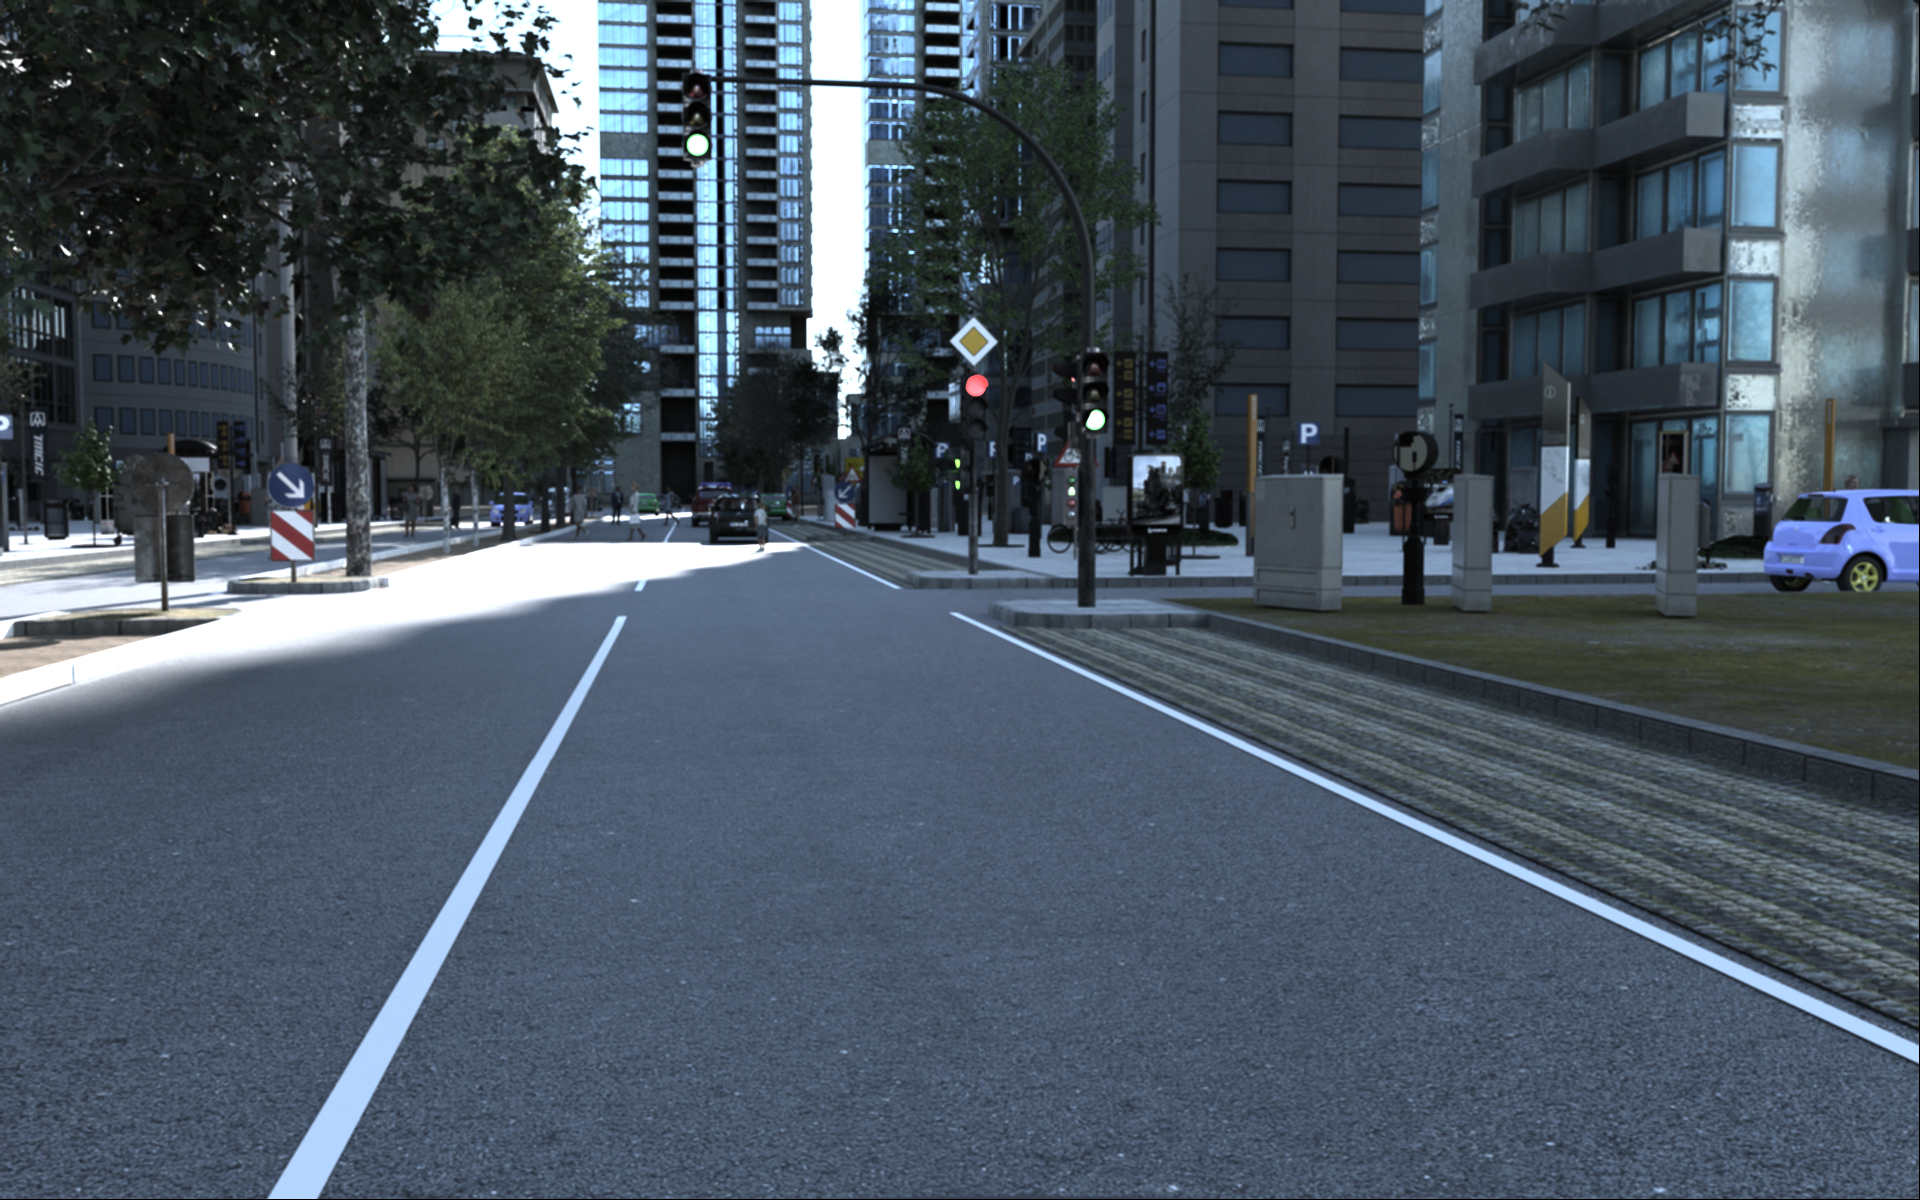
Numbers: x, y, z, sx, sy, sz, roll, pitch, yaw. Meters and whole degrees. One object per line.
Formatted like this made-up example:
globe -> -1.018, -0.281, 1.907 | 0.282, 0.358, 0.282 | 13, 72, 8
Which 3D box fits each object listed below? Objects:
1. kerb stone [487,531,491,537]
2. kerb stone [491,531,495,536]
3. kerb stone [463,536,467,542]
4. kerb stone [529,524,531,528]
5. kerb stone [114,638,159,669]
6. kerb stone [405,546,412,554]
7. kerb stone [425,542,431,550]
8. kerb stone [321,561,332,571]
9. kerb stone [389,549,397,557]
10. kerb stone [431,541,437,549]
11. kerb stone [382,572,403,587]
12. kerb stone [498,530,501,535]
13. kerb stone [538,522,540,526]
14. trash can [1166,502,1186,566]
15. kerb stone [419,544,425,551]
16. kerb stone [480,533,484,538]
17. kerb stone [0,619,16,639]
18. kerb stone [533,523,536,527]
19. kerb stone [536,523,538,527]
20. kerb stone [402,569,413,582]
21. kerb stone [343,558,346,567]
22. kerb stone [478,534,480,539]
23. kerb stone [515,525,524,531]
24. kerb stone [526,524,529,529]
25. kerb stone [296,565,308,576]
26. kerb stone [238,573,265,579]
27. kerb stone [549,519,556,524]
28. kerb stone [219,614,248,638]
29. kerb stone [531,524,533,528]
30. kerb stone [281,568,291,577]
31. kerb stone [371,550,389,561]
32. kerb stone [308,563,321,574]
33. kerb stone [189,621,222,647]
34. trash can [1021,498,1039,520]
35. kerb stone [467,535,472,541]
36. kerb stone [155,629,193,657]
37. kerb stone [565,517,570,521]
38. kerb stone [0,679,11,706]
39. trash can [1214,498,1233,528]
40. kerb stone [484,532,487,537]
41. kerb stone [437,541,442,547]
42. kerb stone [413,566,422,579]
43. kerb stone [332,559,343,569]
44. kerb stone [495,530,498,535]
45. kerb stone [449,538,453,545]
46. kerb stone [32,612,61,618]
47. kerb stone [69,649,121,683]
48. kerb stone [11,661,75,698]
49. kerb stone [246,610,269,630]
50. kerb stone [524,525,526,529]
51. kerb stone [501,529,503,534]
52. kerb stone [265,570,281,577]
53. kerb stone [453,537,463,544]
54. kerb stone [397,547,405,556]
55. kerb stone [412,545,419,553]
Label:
kerb stone -> -15.740, -2.145, 57.367 | 0.120, 0.150, 1.000 | -1, 4, -9
kerb stone -> -15.892, -2.211, 58.381 | 0.120, 0.150, 1.000 | -1, 4, -9
kerb stone -> -14.801, -1.779, 51.280 | 0.120, 0.150, 1.000 | -1, 4, -9
kerb stone -> -17.936, -3.018, 71.553 | 0.120, 0.150, 1.000 | -1, 4, -9
kerb stone -> -7.004, 0.463, 14.630 | 0.120, 0.150, 1.000 | -1, 4, -9
kerb stone -> -13.229, -1.158, 41.143 | 0.120, 0.150, 1.000 | -1, 4, -9
kerb stone -> -13.702, -1.345, 44.181 | 0.120, 0.150, 1.000 | -1, 4, -9
kerb stone -> -11.828, -0.601, 32.028 | 0.120, 0.150, 1.000 | -1, 4, -9
kerb stone -> -12.915, -1.033, 39.116 | 0.120, 0.150, 1.000 | -1, 4, -9
kerb stone -> -13.859, -1.407, 45.204 | 0.120, 0.150, 1.000 | -1, 4, -9
kerb stone -> -8.966, -0.311, 27.288 | 0.120, 0.150, 1.000 | -1, 4, -9
kerb stone -> -16.213, -2.337, 60.401 | 0.120, 0.150, 1.000 | -1, 4, -9
kerb stone -> -18.563, -3.267, 75.607 | 0.120, 0.150, 1.000 | -1, 4, -9
trash can -> 3.680, -1.194, 31.176 | 0.748, 1.137, 0.748 | 0, 3, 0
kerb stone -> -13.545, -1.283, 43.171 | 0.120, 0.150, 1.000 | -1, 4, -9
kerb stone -> -15.430, -2.028, 55.346 | 0.120, 0.150, 1.000 | -1, 4, -9
kerb stone -> -9.545, 0.297, 17.334 | 0.120, 0.150, 1.000 | -1, 4, -9
kerb stone -> -18.244, -3.143, 73.587 | 0.120, 0.150, 1.000 | -1, 4, -9
kerb stone -> -18.405, -3.205, 74.597 | 0.120, 0.150, 1.000 | -1, 4, -9
kerb stone -> -9.121, -0.373, 28.298 | 0.120, 0.150, 1.000 | -1, 4, -9
kerb stone -> -12.133, -0.725, 34.050 | 0.120, 0.150, 1.000 | -1, 4, -9
kerb stone -> -15.270, -1.966, 54.333 | 0.120, 0.150, 1.000 | -1, 4, -9
kerb stone -> -17.460, -2.833, 68.519 | 0.120, 0.150, 1.000 | -1, 4, -9
kerb stone -> -17.772, -2.953, 70.542 | 0.120, 0.150, 1.000 | -1, 4, -9
kerb stone -> -11.515, -0.477, 30.002 | 0.120, 0.150, 1.000 | -1, 4, -9
kerb stone -> -11.047, -0.292, 26.971 | 0.120, 0.150, 1.000 | -1, 4, -9
kerb stone -> -20.132, -3.882, 85.751 | 0.120, 0.150, 1.000 | -1, 4, -9
kerb stone -> -7.474, 0.277, 17.660 | 0.120, 0.150, 1.000 | -1, 4, -9
kerb stone -> -18.087, -3.081, 72.564 | 0.120, 0.150, 1.000 | -1, 4, -9
kerb stone -> -11.359, -0.412, 28.992 | 0.120, 0.150, 1.000 | -1, 4, -9
kerb stone -> -12.759, -0.971, 38.106 | 0.120, 0.150, 1.000 | -1, 4, -9
kerb stone -> -11.665, -0.539, 31.014 | 0.120, 0.150, 1.000 | -1, 4, -9
kerb stone -> -7.323, 0.342, 16.650 | 0.120, 0.150, 1.000 | -1, 4, -9
trash can -> 2.614, -3.226, 64.396 | 0.748, 1.137, 0.748 | 0, 3, 0
kerb stone -> -14.951, -1.841, 52.299 | 0.120, 0.150, 1.000 | -1, 4, -9
kerb stone -> -7.160, 0.401, 15.640 | 0.120, 0.150, 1.000 | -1, 4, -9
kerb stone -> -21.843, -4.569, 96.897 | 0.120, 0.150, 1.000 | -1, 4, -9
kerb stone -> -6.540, 0.653, 11.596 | 0.120, 0.150, 1.000 | -1, 4, -9
trash can -> 10.006, -3.315, 65.859 | 0.748, 1.137, 0.748 | 0, 3, 0
kerb stone -> -15.589, -2.085, 56.356 | 0.120, 0.150, 1.000 | -1, 4, -9
kerb stone -> -14.018, -1.469, 46.214 | 0.120, 0.150, 1.000 | -1, 4, -9
kerb stone -> -9.285, -0.434, 29.313 | 0.120, 0.150, 1.000 | -1, 4, -9
kerb stone -> -11.979, -0.659, 33.039 | 0.120, 0.150, 1.000 | -1, 4, -9
kerb stone -> -16.051, -2.275, 59.391 | 0.120, 0.150, 1.000 | -1, 4, -9
kerb stone -> -14.323, -1.590, 48.243 | 0.120, 0.150, 1.000 | -1, 4, -9
kerb stone -> -9.711, 0.236, 18.343 | 0.120, 0.150, 1.000 | -1, 4, -9
kerb stone -> -6.848, 0.525, 13.616 | 0.120, 0.150, 1.000 | -1, 4, -9
kerb stone -> -6.700, 0.587, 12.605 | 0.120, 0.150, 1.000 | -1, 4, -9
kerb stone -> -7.631, 0.219, 18.671 | 0.120, 0.150, 1.000 | -1, 4, -9
kerb stone -> -17.620, -2.888, 69.530 | 0.120, 0.150, 1.000 | -1, 4, -9
kerb stone -> -16.361, -2.393, 61.413 | 0.120, 0.150, 1.000 | -1, 4, -9
kerb stone -> -11.202, -0.354, 27.982 | 0.120, 0.150, 1.000 | -1, 4, -9
kerb stone -> -14.635, -1.716, 50.264 | 0.120, 0.150, 1.000 | -1, 4, -9
kerb stone -> -13.073, -1.097, 40.129 | 0.120, 0.150, 1.000 | -1, 4, -9
kerb stone -> -13.380, -1.221, 42.162 | 0.120, 0.150, 1.000 | -1, 4, -9
